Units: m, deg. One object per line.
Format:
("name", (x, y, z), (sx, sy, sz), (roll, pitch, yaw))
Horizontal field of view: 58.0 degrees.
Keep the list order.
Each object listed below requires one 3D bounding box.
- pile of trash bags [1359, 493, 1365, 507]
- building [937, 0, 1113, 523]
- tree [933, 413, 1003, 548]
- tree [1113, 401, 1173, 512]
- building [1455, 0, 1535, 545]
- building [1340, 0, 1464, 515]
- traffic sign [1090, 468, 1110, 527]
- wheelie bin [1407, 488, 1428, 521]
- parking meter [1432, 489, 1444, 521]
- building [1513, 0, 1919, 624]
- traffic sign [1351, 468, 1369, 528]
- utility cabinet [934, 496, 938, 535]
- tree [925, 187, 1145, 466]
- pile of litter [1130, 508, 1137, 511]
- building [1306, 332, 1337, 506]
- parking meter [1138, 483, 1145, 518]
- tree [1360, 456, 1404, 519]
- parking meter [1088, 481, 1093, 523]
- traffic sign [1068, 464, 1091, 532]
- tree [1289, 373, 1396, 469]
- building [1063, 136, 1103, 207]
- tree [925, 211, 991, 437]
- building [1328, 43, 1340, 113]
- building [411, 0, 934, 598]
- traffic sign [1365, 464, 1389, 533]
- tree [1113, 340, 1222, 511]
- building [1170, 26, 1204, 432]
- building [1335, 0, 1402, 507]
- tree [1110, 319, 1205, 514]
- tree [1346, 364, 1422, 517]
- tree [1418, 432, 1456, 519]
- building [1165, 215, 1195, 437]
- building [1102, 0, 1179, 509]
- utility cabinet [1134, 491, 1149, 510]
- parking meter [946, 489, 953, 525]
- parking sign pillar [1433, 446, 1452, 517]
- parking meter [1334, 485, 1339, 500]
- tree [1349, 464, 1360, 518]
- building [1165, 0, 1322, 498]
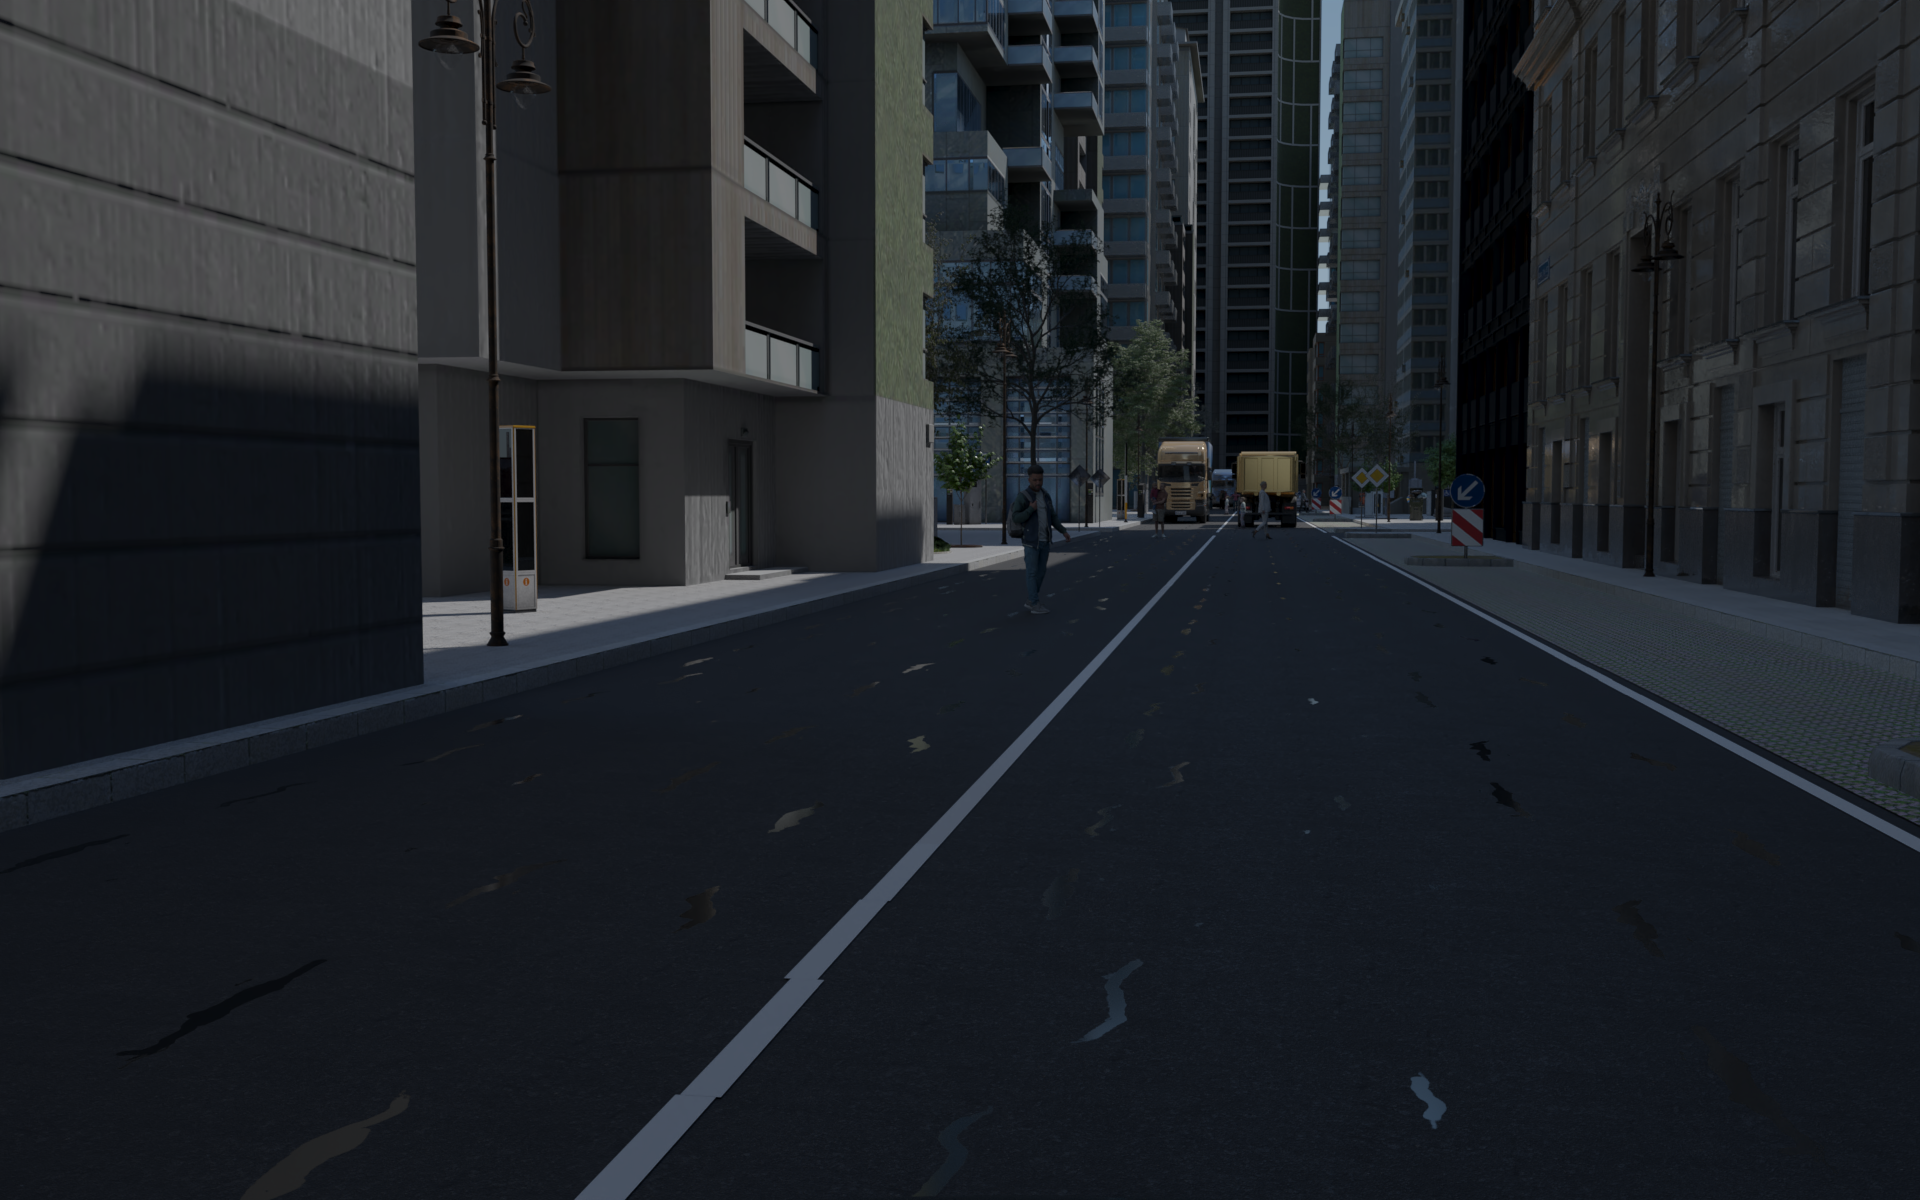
("pile of trash bags", (30.644, -7.690, 135.486), (3.447, 1.369, 1.912), (-3, 5, -42))
("building", (-2.567, -47.585, 90.681), (22.319, 86.520, 31.000), (1, 4, 10))
("tree", (-0.068, -2.881, 41.701), (1.663, 3.219, 1.824), (0, 3, 0))
("tree", (12.932, -10.473, 121.598), (4.360, 8.622, 3.978), (0, 3, 0))
("building", (20.999, -13.318, 47.422), (12.332, 23.373, 15.834), (1, 4, 10))
("building", (41.721, -25.742, 112.767), (32.217, 40.220, 23.993), (1, 4, 10))
("traffic sign", (5.385, -3.858, 66.718), (0.795, 2.450, 0.064), (1, 4, 10))
("wheelie bin", (22.023, -4.621, 83.456), (0.980, 1.594, 0.693), (1, 4, 17))
("parking meter", (22.985, -4.563, 83.018), (0.372, 1.533, 0.369), (0, 3, 0))
("building", (16.840, -14.067, 27.262), (12.463, 27.353, 25.104), (1, 4, 10))
("traffic sign", (15.089, -3.757, 65.063), (0.795, 2.450, 0.064), (1, 4, 10))
("utility cabinet", (-1.161, -2.342, 49.450), (1.020, 1.237, 0.306), (-1, 4, -21))
("tree", (2.066, -7.277, 53.393), (7.601, 10.594, 8.767), (0, 4, -6))
("pile of litter", (13.429, -7.058, 129.357), (1.176, 0.858, 1.719), (-1, 4, -21))
("building", (54.059, -21.552, 197.421), (27.650, 21.520, 28.899), (1, 4, 10))
("parking meter", (9.756, -5.348, 93.155), (0.255, 1.863, 0.399), (1, 4, 23))
("tree", (21.626, -5.723, 88.176), (1.663, 3.219, 1.824), (0, 3, 0))
("parking meter", (5.689, -4.280, 75.684), (0.255, 1.863, 0.399), (0, 4, 1))
("traffic sign", (4.054, -3.376, 58.844), (0.795, 2.450, 0.064), (1, 4, 10))
("tree", (29.469, -12.093, 132.131), (8.767, 10.594, 7.601), (0, 4, 6))
("building", (2.484, -21.454, 122.469), (14.160, 30.474, 14.107), (1, 4, 10))
("tree", (-1.234, -5.846, 45.951), (4.360, 8.622, 3.978), (0, 3, 0))
("building", (47.129, -33.523, 167.707), (23.786, 49.044, 30.456), (1, 4, 10))
("building", (-8.569, -20.980, 26.621), (14.154, 41.232, 14.086), (1, 4, 10))
("traffic sign", (13.758, -3.275, 57.189), (0.795, 2.450, 0.064), (1, 4, 10))
("tree", (15.082, -13.719, 134.672), (12.009, 13.543, 11.850), (0, 3, 0))
("building", (14.282, -37.593, 203.892), (27.495, 52.752, 28.713), (1, 4, 10))
("building", (38.815, -28.251, 145.498), (14.154, 41.232, 14.086), (1, 4, 10))
("tree", (11.971, -11.873, 112.244), (7.486, 12.596, 7.792), (0, 3, 0))
("tree", (24.022, -9.071, 98.681), (4.360, 8.622, 3.978), (0, 3, 0))
("tree", (25.762, -6.553, 90.848), (4.285, 4.588, 4.351), (0, 3, 0))
("building", (16.848, -24.923, 179.195), (14.160, 30.474, 14.107), (1, 4, 10))
("building", (8.254, -32.900, 157.521), (23.786, 49.044, 30.456), (1, 4, 10))
("utility cabinet", (14.046, -7.671, 134.092), (1.173, 1.500, 0.318), (-1, 4, -21))
("parking meter", (-0.431, -4.088, 72.543), (0.255, 1.863, 0.399), (0, 4, 3))
("parking sign pillar", (27.003, -6.575, 95.968), (1.447, 3.967, 1.447), (1, 4, 21))
("parking meter", (25.112, -6.712, 115.451), (0.255, 1.863, 0.399), (0, 4, 5))
("tree", (22.244, -6.118, 94.636), (1.663, 3.219, 1.824), (0, 3, 0))
("building", (37.386, -48.490, 231.056), (20.611, 71.187, 20.563), (1, 4, 10))
